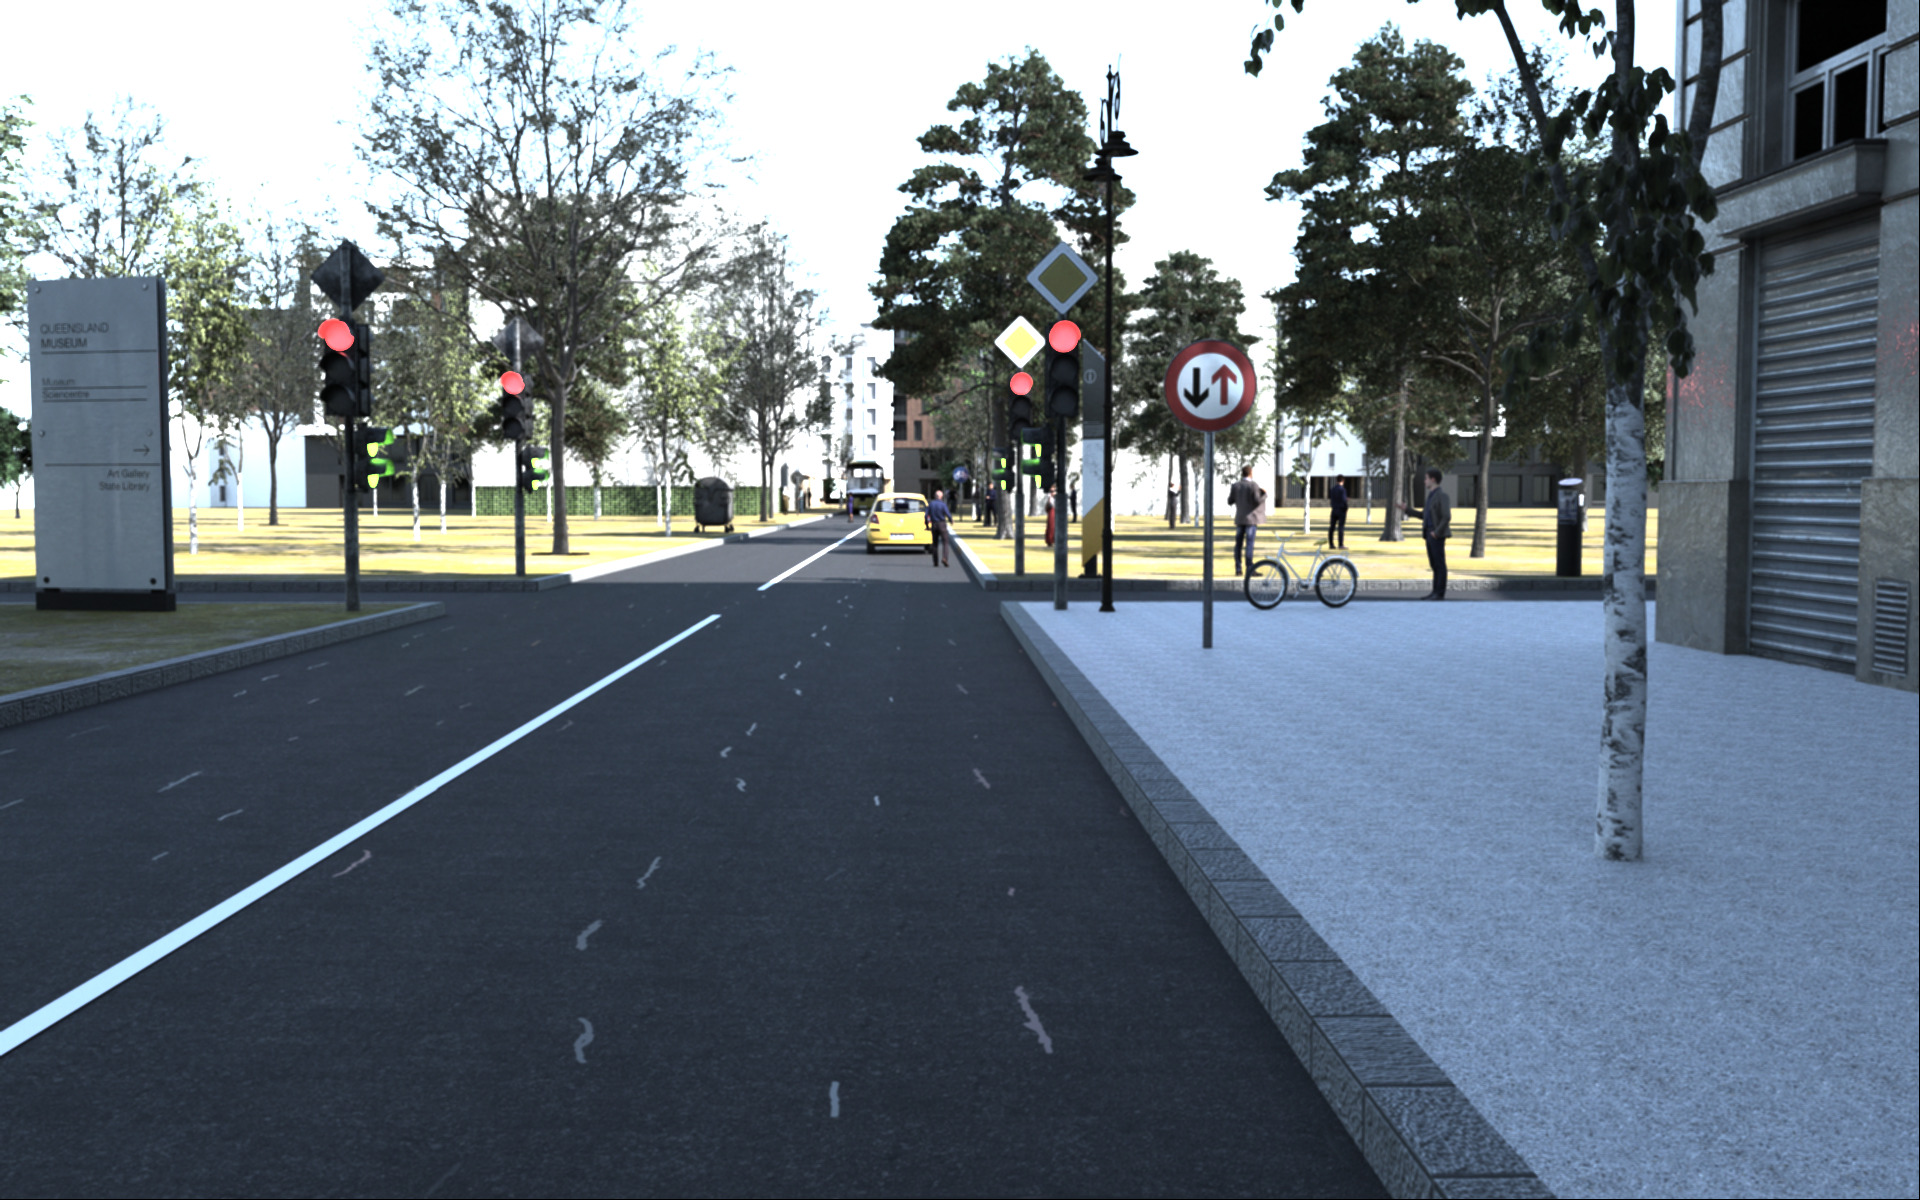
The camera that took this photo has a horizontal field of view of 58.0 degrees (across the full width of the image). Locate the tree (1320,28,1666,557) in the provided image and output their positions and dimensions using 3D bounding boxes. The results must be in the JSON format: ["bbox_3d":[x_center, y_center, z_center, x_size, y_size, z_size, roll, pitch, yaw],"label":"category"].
[{"bbox_3d":[10.789,-6.128,34.603,7.601,10.594,8.767,1,4,13],"label":"tree"}]

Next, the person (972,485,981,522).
[{"bbox_3d":[0.774,-4.507,80.552,0.431,1.722,0.655,0,4,6],"label":"person"}]

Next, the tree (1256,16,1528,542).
[{"bbox_3d":[12.066,-8.516,46.658,7.806,13.903,7.818,0,3,0],"label":"tree"}]

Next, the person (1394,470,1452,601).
[{"bbox_3d":[6.200,-0.869,23.231,0.750,1.759,0.617,1,4,13],"label":"person"}]

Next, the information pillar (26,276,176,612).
[{"bbox_3d":[-9.429,-1.694,19.005,1.656,3.620,0.184,1,4,13],"label":"information pillar"}]

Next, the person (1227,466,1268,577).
[{"bbox_3d":[4.502,-1.232,27.003,0.431,1.722,0.655,-3,5,-40],"label":"person"}]

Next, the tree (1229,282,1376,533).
[{"bbox_3d":[11.643,-6.525,57.042,4.737,8.622,4.395,0,3,0],"label":"tree"}]

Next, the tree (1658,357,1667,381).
[{"bbox_3d":[23.188,-7.495,48.304,9.928,11.665,9.643,0,3,0],"label":"tree"}]

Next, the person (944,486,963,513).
[{"bbox_3d":[-0.491,-6.786,117.005,1.348,1.822,0.705,-1,4,-19],"label":"person"}]

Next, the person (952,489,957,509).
[{"bbox_3d":[-0.502,-8.393,144.203,0.436,1.711,0.756,-3,5,-45],"label":"person"}]

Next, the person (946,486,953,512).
[{"bbox_3d":[-0.757,-7.281,124.957,0.709,1.838,0.599,0,4,6],"label":"person"}]

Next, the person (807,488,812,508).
[{"bbox_3d":[-13.961,-9.418,159.652,0.705,1.869,1.348,-2,4,-31],"label":"person"}]

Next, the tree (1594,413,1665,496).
[{"bbox_3d":[40.191,-7.824,90.834,11.467,7.101,20.602,-2,4,-32],"label":"tree"}]

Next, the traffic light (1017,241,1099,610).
[{"bbox_3d":[1.101,-1.827,19.123,0.839,4.213,0.868,0,4,-1],"label":"traffic light"}]

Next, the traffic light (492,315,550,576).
[{"bbox_3d":[-6.840,-2.304,26.913,0.839,4.213,0.868,0,4,-1],"label":"traffic light"}]

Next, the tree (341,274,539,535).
[{"bbox_3d":[-16.436,-6.399,54.990,4.737,8.622,4.395,0,3,0],"label":"tree"}]

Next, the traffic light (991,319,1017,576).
[{"bbox_3d":[0.918,-2.316,27.106,0.839,4.213,0.868,0,4,-1],"label":"traffic light"}]

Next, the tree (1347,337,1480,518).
[{"bbox_3d":[24.610,-10.311,94.347,9.928,11.665,9.643,0,3,0],"label":"tree"}]

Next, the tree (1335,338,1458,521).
[{"bbox_3d":[21.126,-9.795,82.205,6.751,12.117,7.091,0,3,0],"label":"tree"}]

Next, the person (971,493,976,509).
[{"bbox_3d":[1.116,-8.968,152.541,0.599,1.838,0.709,1,4,17],"label":"person"}]

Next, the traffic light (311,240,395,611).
[{"bbox_3d":[-6.658,-1.816,18.930,0.839,4.213,0.868,0,4,-1],"label":"traffic light"}]

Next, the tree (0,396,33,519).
[{"bbox_3d":[-56.986,-7.961,93.066,20.602,7.101,11.467,0,4,-4],"label":"tree"}]

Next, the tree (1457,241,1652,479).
[{"bbox_3d":[25.034,-9.086,70.610,6.751,12.117,7.091,0,3,0],"label":"tree"}]

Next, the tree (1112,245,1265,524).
[{"bbox_3d":[9.717,-9.361,75.101,6.751,12.117,7.091,0,3,0],"label":"tree"}]

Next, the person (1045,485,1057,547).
[{"bbox_3d":[2.293,-2.053,42.071,0.523,1.526,0.387,-3,4,-38],"label":"person"}]

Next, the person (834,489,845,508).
[{"bbox_3d":[-11.295,-9.693,164.529,1.348,1.822,0.705,1,4,10],"label":"person"}]

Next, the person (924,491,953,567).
[{"bbox_3d":[-0.344,-1.417,34.357,0.574,1.496,0.600,3,5,41],"label":"person"}]

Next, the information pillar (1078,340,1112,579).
[{"bbox_3d":[2.058,-2.133,26.230,0.504,3.616,0.183,3,4,37],"label":"information pillar"}]

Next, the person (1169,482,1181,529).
[{"bbox_3d":[7.808,-3.414,62.658,0.445,1.727,0.742,-3,5,-39],"label":"person"}]

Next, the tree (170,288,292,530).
[{"bbox_3d":[-25.669,-6.761,60.902,4.360,8.622,3.978,0,3,0],"label":"tree"}]

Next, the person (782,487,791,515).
[{"bbox_3d":[-10.438,-5.970,104.380,0.721,1.736,1.217,1,4,10],"label":"person"}]

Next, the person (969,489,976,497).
[{"bbox_3d":[1.362,-8.802,150.667,1.217,1.735,0.721,0,4,3],"label":"person"}]

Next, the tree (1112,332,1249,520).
[{"bbox_3d":[10.409,-9.130,83.680,7.601,10.594,8.767,0,4,4],"label":"tree"}]

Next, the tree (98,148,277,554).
[{"bbox_3d":[-16.552,-5.300,37.016,4.737,8.622,4.395,0,3,0],"label":"tree"}]

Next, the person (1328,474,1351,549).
[{"bbox_3d":[8.849,-2.048,40.239,0.504,1.737,0.576,-3,5,-41],"label":"person"}]

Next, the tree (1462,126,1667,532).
[{"bbox_3d":[21.364,-9.324,59.107,9.857,13.997,8.962,0,3,0],"label":"tree"}]

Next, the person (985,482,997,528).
[{"bbox_3d":[1.146,-3.647,66.382,0.576,1.737,0.504,2,4,26],"label":"person"}]

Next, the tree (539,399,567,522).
[{"bbox_3d":[-19.249,-7.918,79.819,4.737,8.622,4.395,0,3,0],"label":"tree"}]

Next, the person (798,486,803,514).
[{"bbox_3d":[-10.304,-6.477,112.026,0.705,1.814,1.350,0,4,0],"label":"person"}]

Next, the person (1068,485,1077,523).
[{"bbox_3d":[5.046,-4.356,77.963,0.504,1.737,0.576,0,4,-5],"label":"person"}]

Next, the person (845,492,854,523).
[{"bbox_3d":[-5.614,-4.656,87.004,0.546,1.535,0.453,1,4,11],"label":"person"}]
